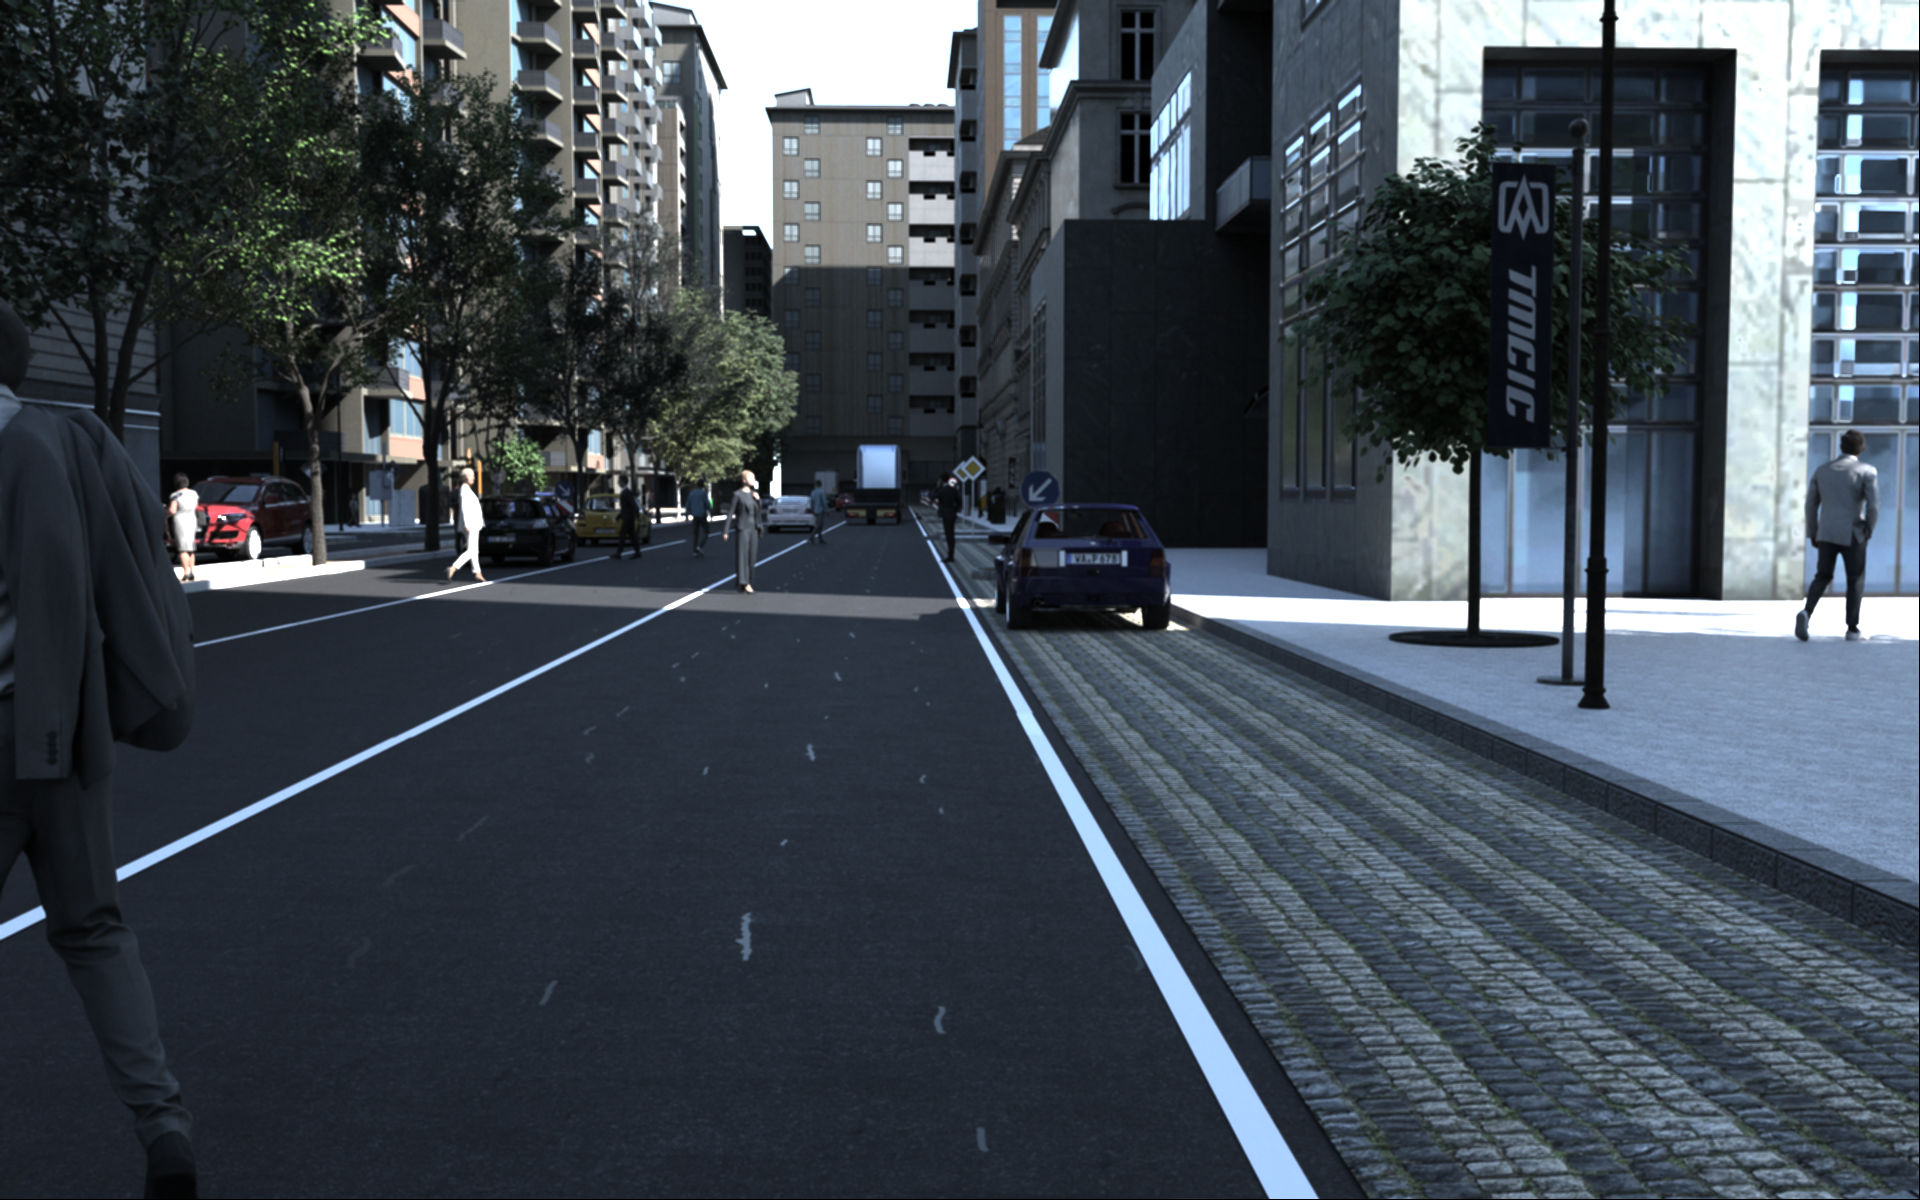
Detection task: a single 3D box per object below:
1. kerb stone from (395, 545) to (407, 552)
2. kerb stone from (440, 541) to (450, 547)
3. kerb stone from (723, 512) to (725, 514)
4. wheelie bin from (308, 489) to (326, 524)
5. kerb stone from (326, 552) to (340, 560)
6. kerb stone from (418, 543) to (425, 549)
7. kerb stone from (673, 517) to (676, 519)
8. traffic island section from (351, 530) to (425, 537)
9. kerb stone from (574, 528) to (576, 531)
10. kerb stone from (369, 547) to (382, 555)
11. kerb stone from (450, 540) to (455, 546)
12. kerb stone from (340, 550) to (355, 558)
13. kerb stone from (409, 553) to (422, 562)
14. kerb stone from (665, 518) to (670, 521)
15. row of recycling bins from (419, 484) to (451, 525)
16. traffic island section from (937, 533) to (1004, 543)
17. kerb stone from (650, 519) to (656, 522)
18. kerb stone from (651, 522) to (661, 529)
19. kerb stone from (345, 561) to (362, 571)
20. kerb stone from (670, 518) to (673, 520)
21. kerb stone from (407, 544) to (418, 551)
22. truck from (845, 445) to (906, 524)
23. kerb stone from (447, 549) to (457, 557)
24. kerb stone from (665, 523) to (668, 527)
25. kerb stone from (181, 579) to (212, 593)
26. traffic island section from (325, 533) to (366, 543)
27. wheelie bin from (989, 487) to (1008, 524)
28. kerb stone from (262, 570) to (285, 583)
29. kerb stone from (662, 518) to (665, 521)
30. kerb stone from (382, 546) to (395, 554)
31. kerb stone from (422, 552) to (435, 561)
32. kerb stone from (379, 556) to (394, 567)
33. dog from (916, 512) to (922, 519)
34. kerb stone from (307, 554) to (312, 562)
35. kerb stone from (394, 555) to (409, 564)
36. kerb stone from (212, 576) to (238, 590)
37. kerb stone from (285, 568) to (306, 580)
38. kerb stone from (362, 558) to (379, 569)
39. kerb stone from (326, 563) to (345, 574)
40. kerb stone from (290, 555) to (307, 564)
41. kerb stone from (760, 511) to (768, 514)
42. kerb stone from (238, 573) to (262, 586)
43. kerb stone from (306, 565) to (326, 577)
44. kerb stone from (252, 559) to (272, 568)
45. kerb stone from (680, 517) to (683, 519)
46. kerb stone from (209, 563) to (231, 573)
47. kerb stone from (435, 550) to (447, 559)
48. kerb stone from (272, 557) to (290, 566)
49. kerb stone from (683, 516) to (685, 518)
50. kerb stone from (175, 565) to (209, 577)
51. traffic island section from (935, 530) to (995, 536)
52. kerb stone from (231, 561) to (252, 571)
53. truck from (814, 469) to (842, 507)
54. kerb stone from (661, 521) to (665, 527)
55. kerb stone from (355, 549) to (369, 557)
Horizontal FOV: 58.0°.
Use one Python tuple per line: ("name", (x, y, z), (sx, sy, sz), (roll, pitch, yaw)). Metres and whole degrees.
("kerb stone", (-13.923, -1.258, 42.757), (0.120, 0.150, 1.000), (0, 4, -2))
("kerb stone", (-14.063, -1.508, 46.852), (0.120, 0.150, 1.000), (0, 4, -2))
("kerb stone", (-16.466, -5.923, 119.038), (0.120, 0.150, 1.000), (0, 4, -2))
("wheelie bin", (-24.236, -3.504, 65.201), (0.693, 1.594, 0.980), (-2, 4, -23))
("kerb stone", (-13.747, -0.940, 37.610), (0.120, 0.150, 1.000), (0, 4, -2))
("kerb stone", (-13.988, -1.380, 44.807), (0.120, 0.150, 1.000), (0, 4, -2))
("kerb stone", (-15.604, -4.357, 93.437), (0.120, 0.150, 1.000), (0, 4, -2))
("traffic island section", (-19.465, -2.272, 59.431), (2.009, 0.180, 2.903), (0, 4, -2))
("kerb stone", (-14.720, -2.728, 66.794), (0.120, 0.150, 1.000), (0, 4, -2))
("kerb stone", (-13.848, -1.132, 40.698), (0.120, 0.150, 1.000), (0, 4, -2))
("kerb stone", (-14.090, -1.565, 47.879), (0.120, 0.150, 1.000), (0, 4, -2))
("kerb stone", (-13.783, -1.005, 38.634), (0.120, 0.150, 1.000), (0, 4, -2))
("kerb stone", (-11.612, -0.880, 36.583), (0.120, 0.150, 1.000), (0, 4, -2))
("kerb stone", (-15.542, -4.231, 91.394), (0.120, 0.150, 1.000), (0, 4, -2))
("row of recycling bins", (-22.487, -4.109, 74.300), (1.069, 1.692, 3.534), (0, 4, -8))
("traffic island section", (0.432, -1.824, 52.097), (2.009, 0.180, 2.903), (0, 4, -2))
("kerb stone", (-15.371, -3.917, 86.267), (0.120, 0.150, 1.000), (0, 4, -2))
("kerb stone", (-12.828, -3.103, 72.995), (0.120, 0.150, 1.000), (0, 4, -2))
("kerb stone", (-11.480, -0.624, 32.466), (0.120, 0.150, 1.000), (0, 4, -2))
("kerb stone", (-15.570, -4.295, 92.416), (0.120, 0.150, 1.000), (0, 4, -2))
("kerb stone", (-13.954, -1.320, 43.779), (0.120, 0.150, 1.000), (0, 4, -2))
("truck", (-4.316, -6.084, 89.224), (2.967, 4.110, 18.799), (0, 4, -1))
("kerb stone", (-11.713, -1.067, 39.647), (0.120, 0.150, 1.000), (0, 4, -2))
("kerb stone", (-12.902, -3.232, 75.040), (0.120, 0.150, 1.000), (0, 4, -2))
("kerb stone", (-11.233, -0.189, 25.306), (0.120, 0.150, 1.000), (0, 4, -2))
("traffic island section", (-19.199, -1.784, 51.450), (2.009, 0.180, 2.903), (0, 4, -2))
("wheelie bin", (1.670, -4.068, 74.422), (0.693, 1.594, 0.980), (1, 4, 17))
("kerb stone", (-11.343, -0.378, 28.378), (0.120, 0.150, 1.000), (0, 4, -2))
("kerb stone", (-15.472, -4.107, 89.347), (0.120, 0.150, 1.000), (0, 4, -2))
("kerb stone", (-13.884, -1.195, 41.730), (0.120, 0.150, 1.000), (0, 4, -2))
("kerb stone", (-11.650, -0.942, 37.604), (0.120, 0.150, 1.000), (0, 4, -2))
("kerb stone", (-11.550, -0.754, 34.527), (0.120, 0.150, 1.000), (0, 4, -2))
("dog", (-2.270, -4.752, 97.890), (0.748, 0.427, 0.550), (-1, 4, -18))
("kerb stone", (-13.711, -0.880, 36.587), (0.120, 0.150, 1.000), (0, 4, -2))
("kerb stone", (-11.578, -0.817, 35.561), (0.120, 0.150, 1.000), (0, 4, -2))
("kerb stone", (-11.274, -0.253, 26.332), (0.120, 0.150, 1.000), (0, 4, -2))
("kerb stone", (-11.379, -0.441, 29.402), (0.120, 0.150, 1.000), (0, 4, -2))
("kerb stone", (-11.510, -0.684, 33.505), (0.120, 0.150, 1.000), (0, 4, -2))
("kerb stone", (-11.440, -0.566, 31.445), (0.120, 0.150, 1.000), (0, 4, -2))
("kerb stone", (-13.689, -0.818, 35.562), (0.120, 0.150, 1.000), (0, 4, -2))
("kerb stone", (-14.739, -6.618, 130.405), (0.120, 0.150, 1.000), (0, 4, -2))
("kerb stone", (-11.308, -0.315, 27.355), (0.120, 0.150, 1.000), (0, 4, -2))
("kerb stone", (-11.411, -0.496, 30.424), (0.120, 0.150, 1.000), (0, 4, -2))
("kerb stone", (-13.614, -0.690, 33.519), (0.120, 0.150, 1.000), (0, 4, -2))
("kerb stone", (-15.714, -4.539, 96.513), (0.120, 0.150, 1.000), (0, 4, -2))
("kerb stone", (-13.546, -0.567, 31.468), (0.120, 0.150, 1.000), (0, 4, -2))
("kerb stone", (-11.685, -1.000, 38.626), (0.120, 0.150, 1.000), (0, 4, -2))
("kerb stone", (-13.646, -0.755, 34.541), (0.120, 0.150, 1.000), (0, 4, -2))
("kerb stone", (-15.741, -4.605, 97.535), (0.120, 0.150, 1.000), (0, 4, -2))
("kerb stone", (-13.509, -0.498, 30.445), (0.120, 0.150, 1.000), (0, 4, -2))
("traffic island section", (0.166, -2.312, 60.078), (2.009, 0.180, 2.903), (0, 4, -2))
("kerb stone", (-13.575, -0.627, 32.490), (0.120, 0.150, 1.000), (0, 4, -2))
("truck", (-15.450, -13.071, 202.630), (2.839, 4.237, 11.283), (0, 4, -1))
("kerb stone", (-12.863, -3.169, 74.016), (0.120, 0.150, 1.000), (0, 4, -2))
("kerb stone", (-13.817, -1.068, 39.665), (0.120, 0.150, 1.000), (0, 4, -2))
